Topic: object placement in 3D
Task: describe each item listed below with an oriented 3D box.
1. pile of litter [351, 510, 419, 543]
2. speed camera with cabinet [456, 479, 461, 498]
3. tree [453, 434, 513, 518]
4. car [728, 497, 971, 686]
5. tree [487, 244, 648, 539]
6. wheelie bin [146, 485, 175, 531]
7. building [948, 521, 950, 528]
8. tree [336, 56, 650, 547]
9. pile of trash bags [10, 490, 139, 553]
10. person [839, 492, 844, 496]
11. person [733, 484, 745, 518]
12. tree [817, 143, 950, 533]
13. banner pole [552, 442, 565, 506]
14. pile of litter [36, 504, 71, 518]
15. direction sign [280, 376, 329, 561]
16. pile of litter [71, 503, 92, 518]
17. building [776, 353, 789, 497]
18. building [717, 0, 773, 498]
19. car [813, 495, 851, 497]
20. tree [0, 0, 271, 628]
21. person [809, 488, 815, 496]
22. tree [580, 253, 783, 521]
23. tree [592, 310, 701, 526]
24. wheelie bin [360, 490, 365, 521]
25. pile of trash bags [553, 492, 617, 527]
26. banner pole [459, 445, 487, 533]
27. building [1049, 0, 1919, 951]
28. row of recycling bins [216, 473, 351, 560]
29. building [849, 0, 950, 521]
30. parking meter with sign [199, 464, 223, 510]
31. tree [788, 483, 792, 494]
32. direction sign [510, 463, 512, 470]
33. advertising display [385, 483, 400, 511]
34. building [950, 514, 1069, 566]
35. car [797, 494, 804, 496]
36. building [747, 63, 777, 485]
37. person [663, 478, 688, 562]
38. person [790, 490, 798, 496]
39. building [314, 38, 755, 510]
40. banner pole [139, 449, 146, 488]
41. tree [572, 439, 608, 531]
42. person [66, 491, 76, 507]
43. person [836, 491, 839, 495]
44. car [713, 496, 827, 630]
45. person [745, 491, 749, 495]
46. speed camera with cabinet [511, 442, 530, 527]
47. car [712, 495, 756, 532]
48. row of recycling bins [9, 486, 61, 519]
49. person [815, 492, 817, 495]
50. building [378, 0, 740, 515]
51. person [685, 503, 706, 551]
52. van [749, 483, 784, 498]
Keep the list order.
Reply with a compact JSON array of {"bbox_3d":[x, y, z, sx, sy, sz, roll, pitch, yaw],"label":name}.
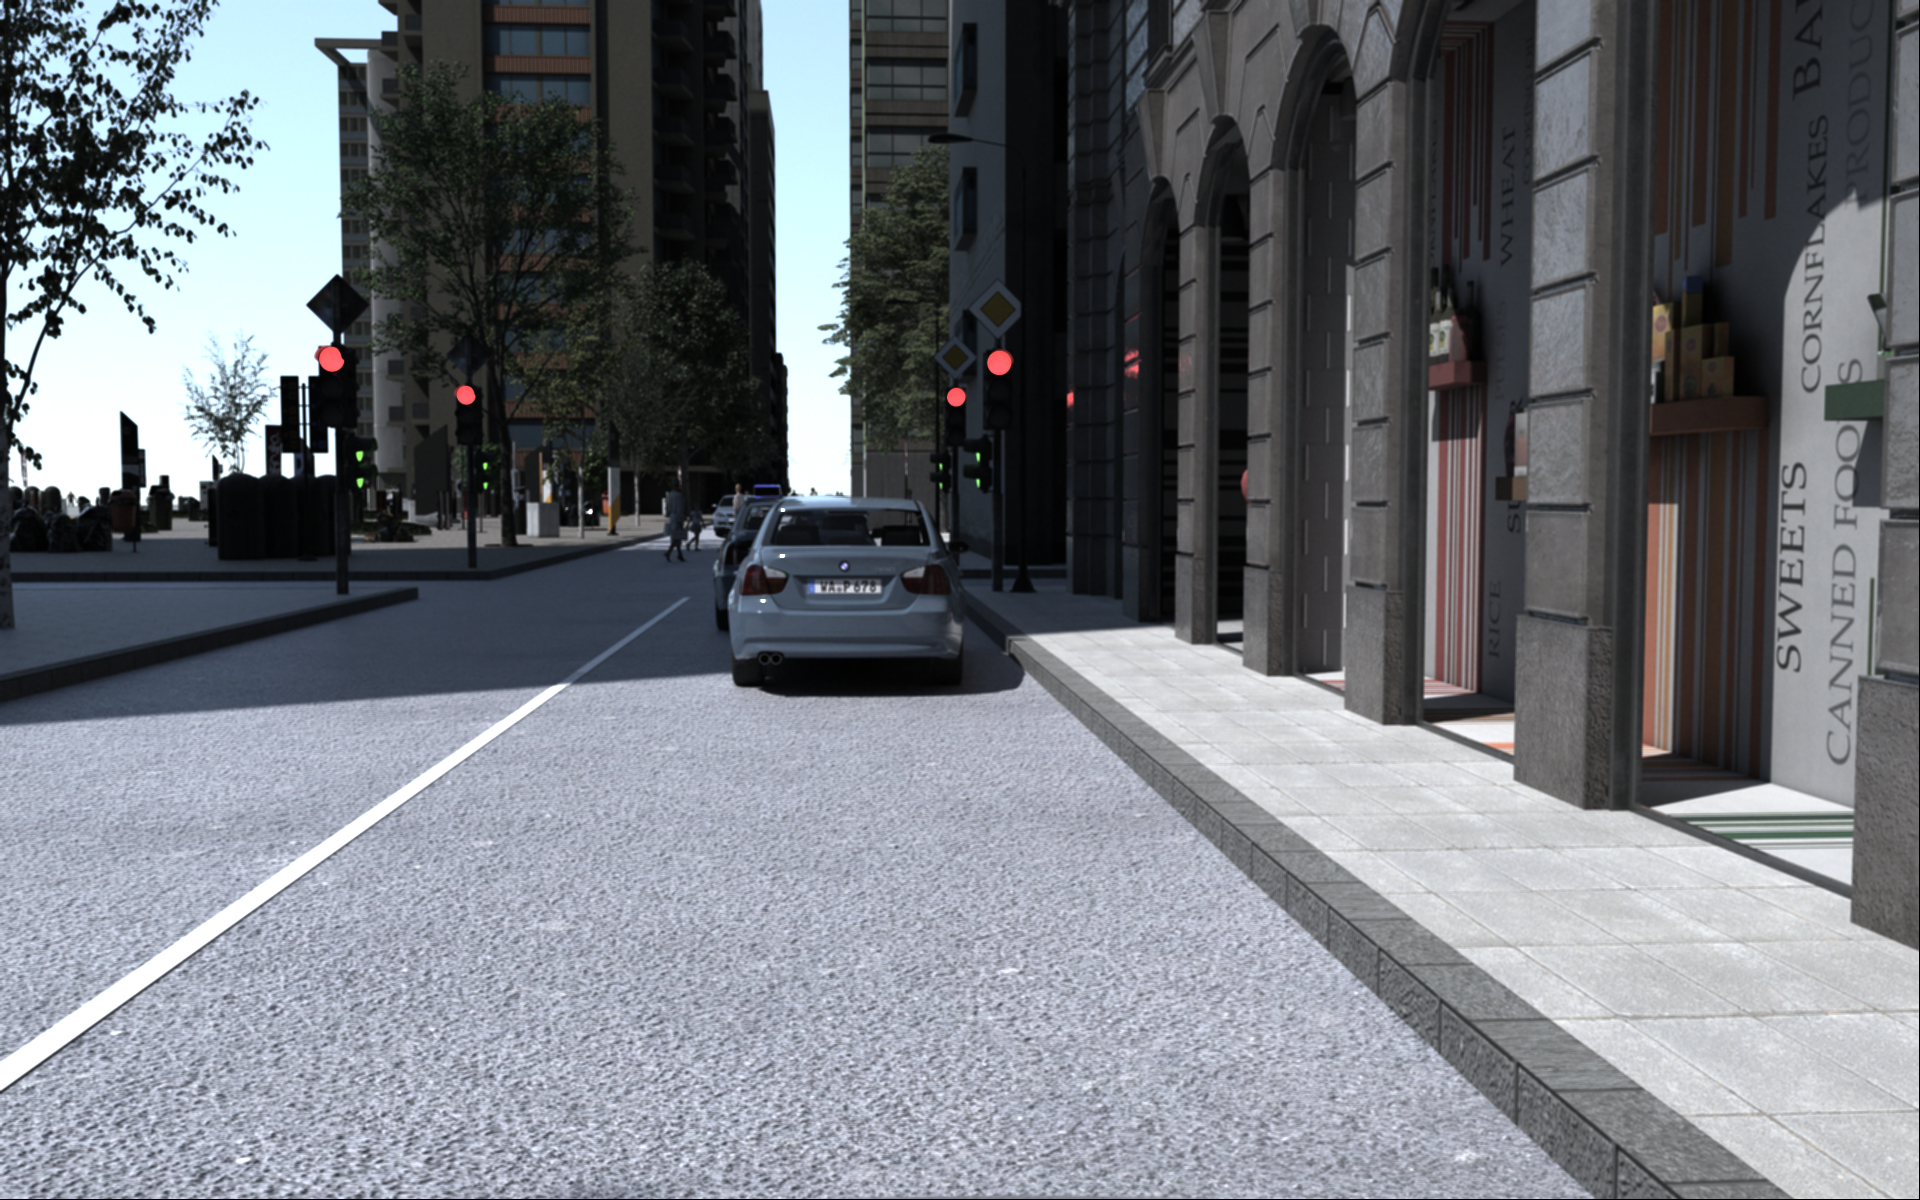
[{"bbox_3d":[-15.337,-1.965,46.098,1.719,0.858,1.176,-1,4,-10],"label":"pile of litter"},{"bbox_3d":[-30.493,-6.681,103.565,2.038,3.252,0.660,-1,4,-15],"label":"speed camera with cabinet"},{"bbox_3d":[-25.831,-6.729,93.730,4.285,4.588,4.351,0,3,0],"label":"tree"},{"bbox_3d":[-0.892,-0.139,14.270,2.014,1.417,4.499,0,4,-2],"label":"car"},{"bbox_3d":[-11.143,-6.073,49.648,4.737,8.622,4.395,0,3,0],"label":"tree"},{"bbox_3d":[-28.154,-3.253,61.091,0.693,1.594,0.980,3,5,41],"label":"wheelie bin"},{"bbox_3d":[2.934,-23.751,71.928,14.154,41.232,14.086,0,4,-4],"label":"building"},{"bbox_3d":[-11.221,-7.123,42.209,9.928,11.665,9.643,0,3,0],"label":"tree"},{"bbox_3d":[-19.563,-1.760,38.526,3.447,1.369,1.912,2,4,25],"label":"pile of trash bags"},{"bbox_3d":[-15.516,-13.323,226.863,0.617,1.759,0.750,1,4,9],"label":"person"},{"bbox_3d":[-6.665,-2.712,53.505,0.598,1.740,0.731,1,4,11],"label":"person"},{"bbox_3d":[-0.947,-8.481,56.785,7.486,12.596,7.792,0,3,0],"label":"tree"},{"bbox_3d":[-19.137,-5.663,82.615,0.863,3.779,0.401,0,4,7],"label":"banner pole"},{"bbox_3d":[-41.573,-3.944,78.450,1.719,0.858,1.176,0,4,1],"label":"pile of litter"},{"bbox_3d":[-12.543,-2.520,33.192,0.876,3.537,0.379,0,4,-2],"label":"direction sign"},{"bbox_3d":[-43.933,-4.448,86.694,1.176,0.858,1.719,-2,4,-32],"label":"pile of litter"},{"bbox_3d":[-36.584,-23.241,225.022,27.650,21.520,28.899,0,4,-4],"label":"building"},{"bbox_3d":[-36.267,-49.544,248.302,20.563,71.187,20.611,0,4,-4],"label":"building"},{"bbox_3d":[-3.132,-1.778,41.068,2.014,1.417,4.499,0,4,-3],"label":"car"},{"bbox_3d":[-8.995,-4.046,16.520,4.360,8.622,3.978,0,3,0],"label":"tree"},{"bbox_3d":[-8.424,-5.483,98.418,0.850,1.792,0.678,0,4,3],"label":"person"},{"bbox_3d":[-13.258,-10.125,82.557,9.611,12.733,9.660,0,3,0],"label":"tree"},{"bbox_3d":[-12.751,-7.256,68.997,4.360,8.622,3.978,0,3,0],"label":"tree"},{"bbox_3d":[-27.466,-4.332,78.732,0.693,1.594,0.980,-3,5,-44],"label":"wheelie bin"},{"bbox_3d":[-14.774,-3.575,68.212,3.447,1.369,1.912,2,4,35],"label":"pile of trash bags"},{"bbox_3d":[-16.161,-4.141,57.715,0.863,3.779,0.401,2,4,28],"label":"banner pole"},{"bbox_3d":[8.075,-10.349,11.012,13.314,21.916,24.055,0,4,-4],"label":"building"},{"bbox_3d":[-13.661,-1.721,35.258,1.069,1.692,3.534,1,4,17],"label":"row of recycling bins"},{"bbox_3d":[0.716,-25.385,98.642,14.154,41.232,14.086,0,4,-4],"label":"building"},{"bbox_3d":[-43.773,-6.385,100.658,1.738,3.016,0.543,0,4,6],"label":"parking meter with sign"},{"bbox_3d":[-26.364,-16.444,263.459,1.663,3.219,1.824,0,3,0],"label":"tree"},{"bbox_3d":[-23.531,-6.018,90.383,0.379,3.537,0.876,-2,4,-30],"label":"direction sign"},{"bbox_3d":[-33.522,-5.942,102.360,0.974,1.923,0.123,1,4,17],"label":"advertising display"},{"bbox_3d":[10.508,-25.519,40.943,21.600,48.544,21.300,0,4,-4],"label":"building"},{"bbox_3d":[-16.360,-10.075,174.952,2.015,1.641,3.980,0,4,-4],"label":"car"},{"bbox_3d":[-32.164,-35.169,198.721,21.300,48.544,21.600,0,4,-4],"label":"building"},{"bbox_3d":[-6.053,-1.702,36.677,0.624,1.780,0.694,-2,4,-30],"label":"person"},{"bbox_3d":[-14.682,-8.865,153.426,1.348,1.826,0.705,1,4,13],"label":"person"},{"bbox_3d":[-33.638,-27.661,144.139,32.217,40.220,23.993,0,4,-4],"label":"building"},{"bbox_3d":[-39.799,-5.752,84.068,0.401,3.779,0.863,1,4,18],"label":"banner pole"},{"bbox_3d":[-12.905,-4.085,61.399,1.663,3.219,1.824,0,3,0],"label":"tree"},{"bbox_3d":[-92.848,-10.509,180.874,0.990,1.755,0.434,0,4,-4],"label":"person"},{"bbox_3d":[-17.588,-14.690,248.309,1.348,1.869,0.705,-3,5,-43],"label":"person"},{"bbox_3d":[-1.799,-0.467,19.642,2.014,1.417,4.499,0,4,-4],"label":"car"},{"bbox_3d":[-12.791,-5.718,103.803,0.330,1.601,0.589,0,3,0],"label":"person"},{"bbox_3d":[-17.019,-4.399,66.263,0.660,3.252,2.038,0,4,1],"label":"speed camera with cabinet"},{"bbox_3d":[-8.615,-3.394,67.493,2.014,1.417,4.499,0,4,-4],"label":"car"},{"bbox_3d":[-48.330,-5.038,89.483,3.534,1.692,1.069,-1,4,-8],"label":"row of recycling bins"},{"bbox_3d":[-17.567,-12.456,212.879,0.721,1.743,1.217,1,4,18],"label":"person"},{"bbox_3d":[-26.674,-28.344,118.052,22.147,44.769,28.867,0,4,-4],"label":"building"},{"bbox_3d":[-6.674,-1.854,43.821,0.382,1.210,0.505,3,4,39],"label":"person"},{"bbox_3d":[-12.435,-6.563,111.693,2.240,2.365,5.245,0,4,-5],"label":"van"}]
